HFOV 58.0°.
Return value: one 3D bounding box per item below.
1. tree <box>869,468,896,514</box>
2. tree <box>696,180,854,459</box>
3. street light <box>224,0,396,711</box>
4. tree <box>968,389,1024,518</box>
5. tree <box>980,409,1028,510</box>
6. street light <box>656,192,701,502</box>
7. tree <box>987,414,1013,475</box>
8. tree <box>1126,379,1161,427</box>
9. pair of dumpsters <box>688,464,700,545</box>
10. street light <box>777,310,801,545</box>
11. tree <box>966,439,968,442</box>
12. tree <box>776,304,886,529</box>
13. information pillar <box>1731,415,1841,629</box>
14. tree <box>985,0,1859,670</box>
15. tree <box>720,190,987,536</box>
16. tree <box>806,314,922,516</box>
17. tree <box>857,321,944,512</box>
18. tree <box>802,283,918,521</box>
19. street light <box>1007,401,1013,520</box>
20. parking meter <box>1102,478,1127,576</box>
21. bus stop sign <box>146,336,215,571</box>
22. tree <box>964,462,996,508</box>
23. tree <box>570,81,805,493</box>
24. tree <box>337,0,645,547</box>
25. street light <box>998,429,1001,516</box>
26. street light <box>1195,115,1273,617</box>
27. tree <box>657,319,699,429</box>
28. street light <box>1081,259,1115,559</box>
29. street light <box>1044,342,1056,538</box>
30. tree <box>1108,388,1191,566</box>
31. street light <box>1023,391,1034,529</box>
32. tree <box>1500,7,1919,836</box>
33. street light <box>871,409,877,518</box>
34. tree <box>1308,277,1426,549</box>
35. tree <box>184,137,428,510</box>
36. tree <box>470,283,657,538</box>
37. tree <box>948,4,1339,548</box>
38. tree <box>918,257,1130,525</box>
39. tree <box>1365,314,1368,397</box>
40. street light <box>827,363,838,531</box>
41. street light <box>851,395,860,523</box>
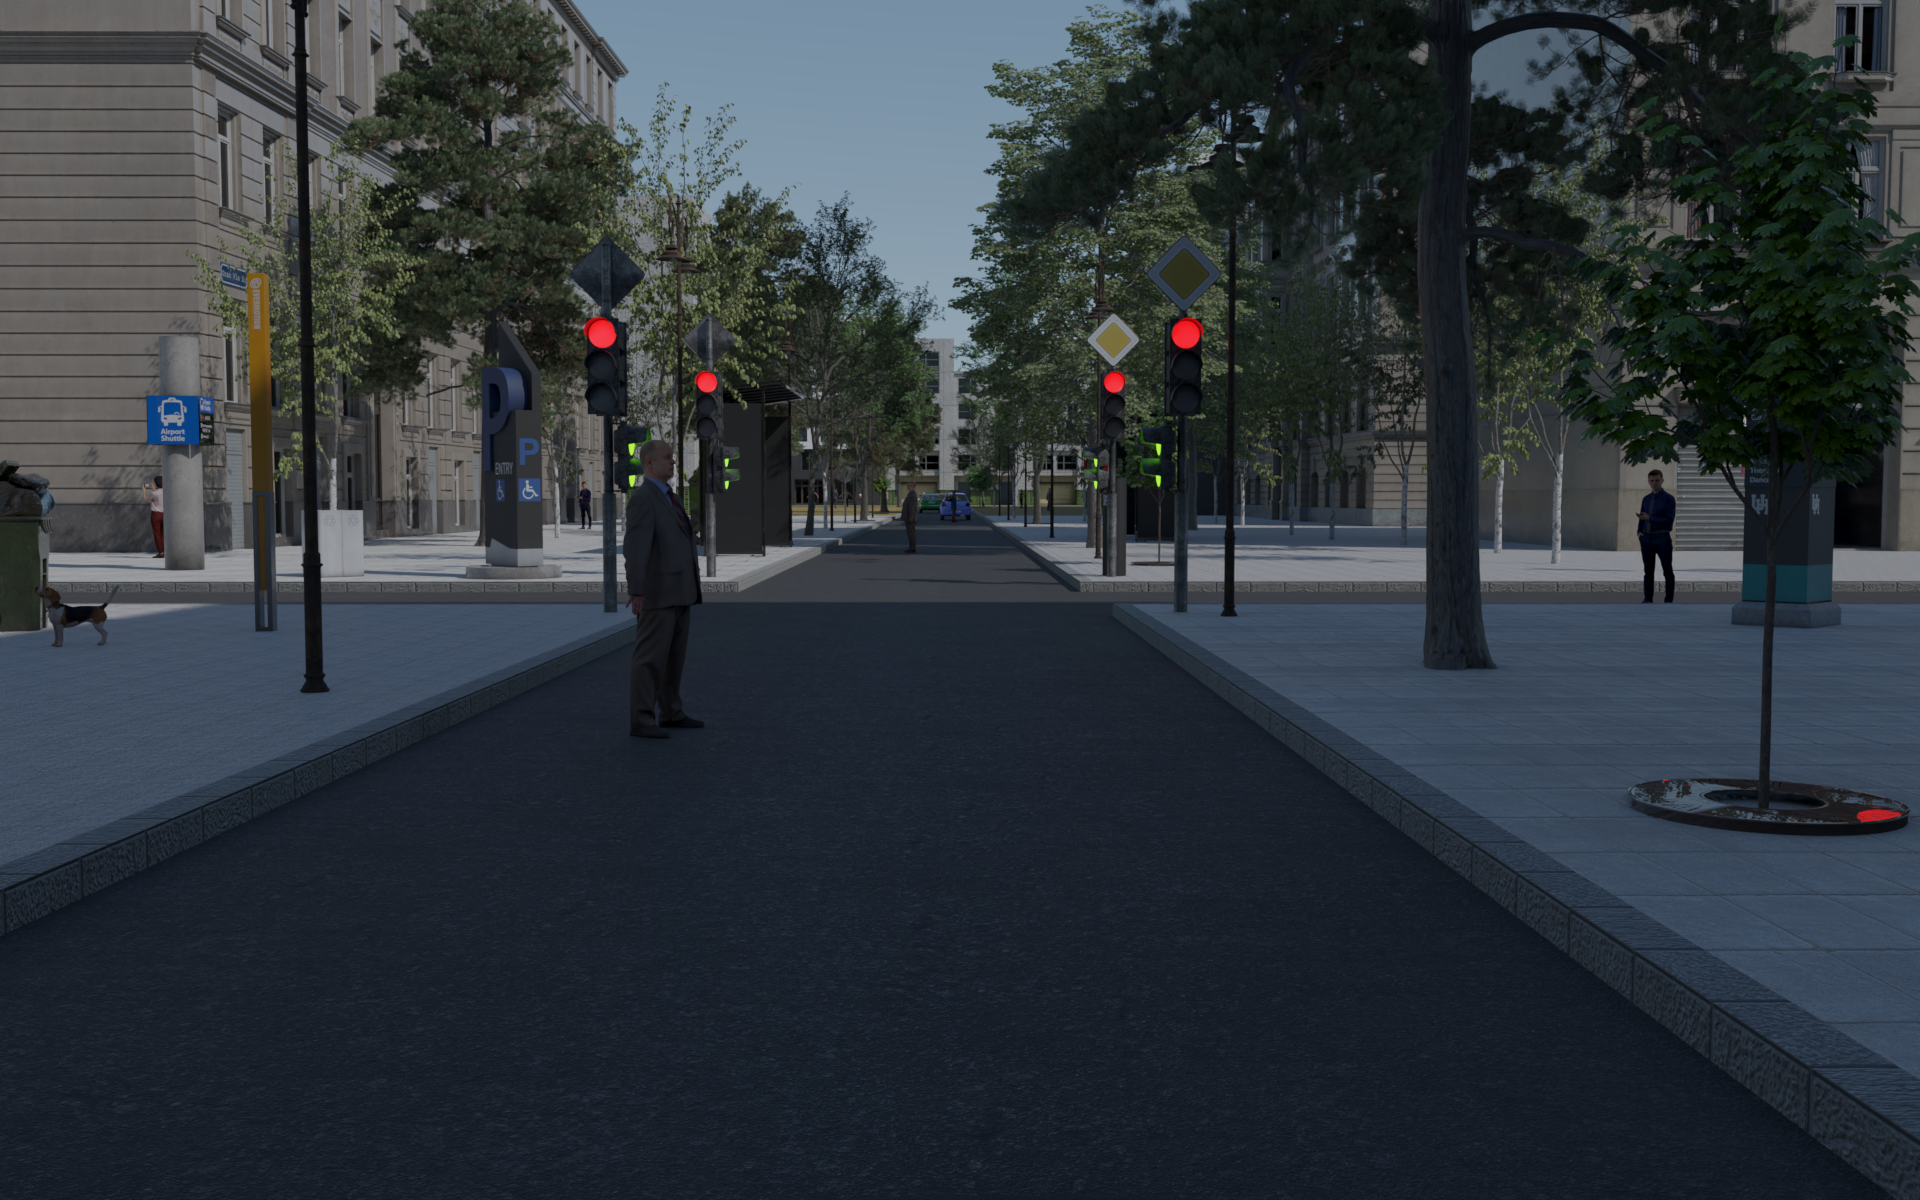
[{"bbox_3d":[-5.186,-7.133,111.226,1.663,3.219,1.824,0,3,0],"label":"tree"},{"bbox_3d":[-8.453,-9.997,70.881,7.806,13.903,7.818,0,3,0],"label":"tree"},{"bbox_3d":[-4.188,-2.341,11.065,0.468,5.910,1.993,0,4,0],"label":"street light"},{"bbox_3d":[2.840,-8.608,91.108,4.360,8.622,3.978,0,3,0],"label":"tree"},{"bbox_3d":[3.422,-11.662,141.030,4.737,8.622,4.395,0,3,0],"label":"tree"},{"bbox_3d":[-4.349,-3.310,26.913,0.468,5.910,1.993,0,4,0],"label":"street light"},{"bbox_3d":[2.085,-14.939,178.663,7.601,10.594,8.767,1,4,9],"label":"tree"},{"bbox_3d":[9.231,-8.451,88.544,4.737,8.622,4.395,0,3,0],"label":"tree"},{"bbox_3d":[-6.212,-2.625,45.405,1.574,2.255,4.436,0,4,0],"label":"pair of dumpsters"},{"bbox_3d":[-4.281,-4.326,43.512,0.468,5.910,1.993,0,4,0],"label":"street light"},{"bbox_3d":[2.710,-12.119,148.500,4.360,8.622,3.978,0,3,0],"label":"tree"},{"bbox_3d":[-4.906,-6.945,63.910,4.360,8.622,3.978,0,3,0],"label":"tree"},{"bbox_3d":[8.123,-1.684,16.913,0.750,3.857,0.750,-3,5,-43],"label":"information pillar"},{"bbox_3d":[3.592,-5.535,12.559,6.751,12.117,7.091,0,3,0],"label":"tree"},{"bbox_3d":[-4.364,-7.260,53.112,7.601,10.594,8.767,1,4,22],"label":"tree"},{"bbox_3d":[-5.723,-11.025,102.318,6.751,12.117,7.091,0,3,0],"label":"tree"},{"bbox_3d":[-5.309,-13.095,121.522,7.806,13.903,7.818,0,3,0],"label":"tree"},{"bbox_3d":[-4.708,-9.576,82.317,9.928,11.665,9.643,0,3,0],"label":"tree"},{"bbox_3d":[2.384,-6.859,84.927,0.468,5.910,1.993,0,4,0],"label":"street light"},{"bbox_3d":[2.421,-1.146,27.156,0.372,1.533,0.369,0,3,0],"label":"parking meter"},{"bbox_3d":[-13.121,-2.458,29.203,0.837,3.901,0.837,0,4,-8],"label":"bus stop sign"},{"bbox_3d":[1.978,-11.113,165.412,4.285,4.588,4.351,0,3,0],"label":"tree"},{"bbox_3d":[-5.141,-4.998,32.083,4.737,8.622,4.395,0,3,0],"label":"tree"},{"bbox_3d":[-11.347,-8.255,42.392,7.806,13.903,7.818,0,3,0],"label":"tree"},{"bbox_3d":[2.322,-7.874,101.525,0.468,5.910,1.993,0,4,0],"label":"street light"},{"bbox_3d":[2.828,-2.767,18.029,0.468,5.910,1.993,0,4,0],"label":"street light"},{"bbox_3d":[-11.429,-6.693,59.800,4.360,8.622,3.978,0,3,0],"label":"tree"},{"bbox_3d":[2.741,-3.755,34.189,0.468,5.910,1.993,0,4,0],"label":"street light"},{"bbox_3d":[2.705,-4.771,50.787,0.468,5.910,1.993,0,4,0],"label":"street light"},{"bbox_3d":[3.678,-2.244,31.291,1.663,3.219,1.824,0,3,0],"label":"tree"},{"bbox_3d":[2.558,-5.786,67.385,0.468,5.910,1.993,0,4,0],"label":"street light"},{"bbox_3d":[3.344,-0.759,7.009,1.663,3.219,1.824,0,3,0],"label":"tree"},{"bbox_3d":[-4.714,-7.371,93.304,0.468,5.910,1.993,0,4,0],"label":"street light"},{"bbox_3d":[11.129,-5.704,43.627,4.360,8.622,3.978,0,3,0],"label":"tree"},{"bbox_3d":[-13.042,-5.187,35.175,4.737,8.622,4.395,0,3,0],"label":"tree"},{"bbox_3d":[-11.834,-6.086,49.873,4.360,8.622,3.978,0,3,0],"label":"tree"},{"bbox_3d":[3.502,-7.490,40.595,7.486,12.596,7.792,0,3,0],"label":"tree"},{"bbox_3d":[3.396,-9.023,73.278,9.928,11.665,9.643,0,3,0],"label":"tree"},{"bbox_3d":[11.641,-5.336,37.603,4.737,8.622,4.395,0,3,0],"label":"tree"},{"bbox_3d":[-4.460,-5.341,60.109,0.468,5.910,1.993,0,4,0],"label":"street light"},{"bbox_3d":[-4.656,-6.356,76.706,0.468,5.910,1.993,0,4,0],"label":"street light"}]
